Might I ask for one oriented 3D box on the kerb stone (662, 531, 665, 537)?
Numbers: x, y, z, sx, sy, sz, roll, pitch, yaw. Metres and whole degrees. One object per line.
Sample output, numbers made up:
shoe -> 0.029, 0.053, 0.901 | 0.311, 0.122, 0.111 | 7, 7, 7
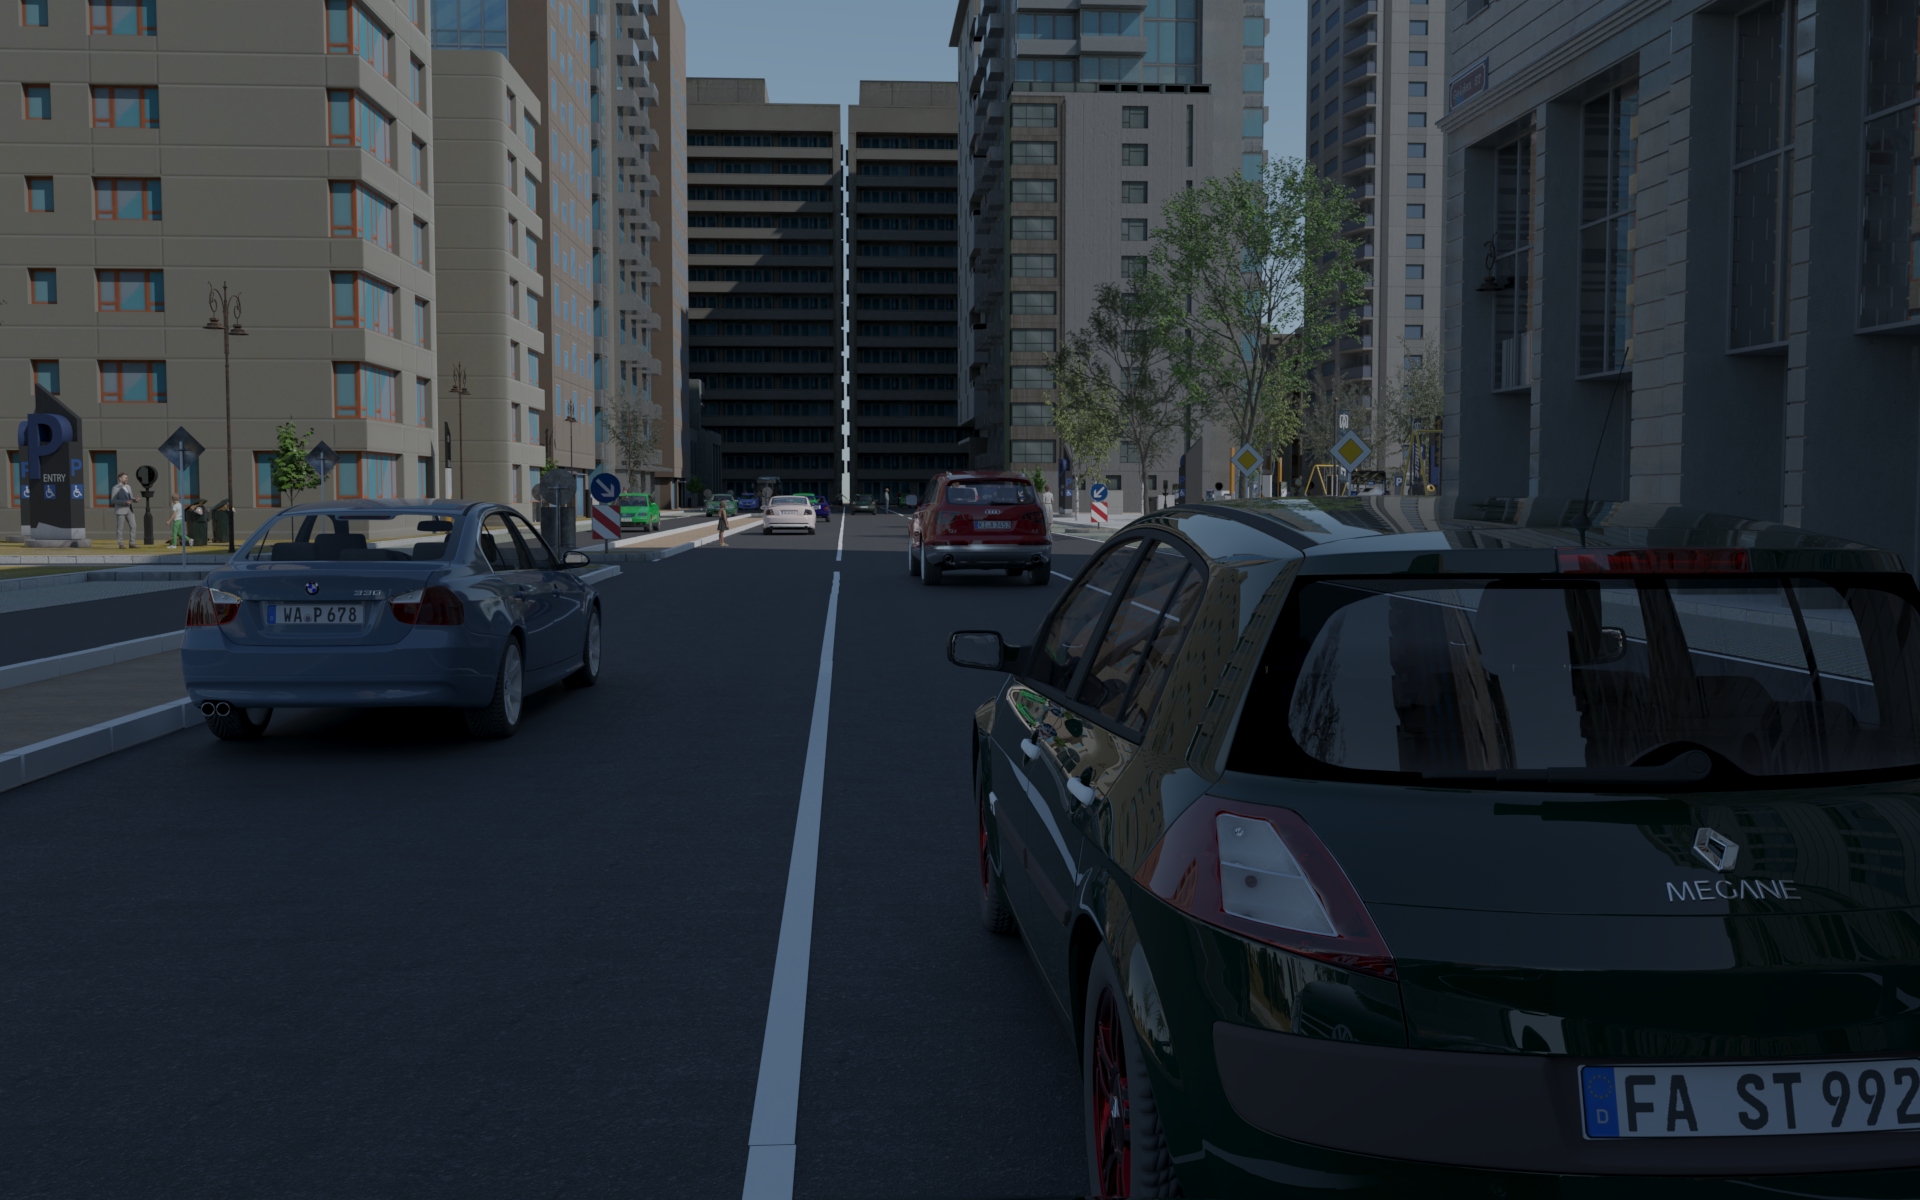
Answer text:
kerb stone -> -9.999, -2.163, 57.557 | 0.120, 0.150, 1.000 | 0, 4, -4

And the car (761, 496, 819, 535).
car -> -6.105, -3.041, 62.087 | 2.083, 1.381, 4.827 | 0, 4, -5

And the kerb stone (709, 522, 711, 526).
kerb stone -> -11.272, -3.353, 77.011 | 0.120, 0.150, 1.000 | 0, 4, -4

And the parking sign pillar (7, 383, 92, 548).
parking sign pillar -> -21.852, -3.265, 41.850 | 1.447, 3.967, 1.447 | 1, 4, 19

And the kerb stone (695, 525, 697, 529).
kerb stone -> -10.814, -2.915, 69.849 | 0.120, 0.150, 1.000 | 0, 4, -4

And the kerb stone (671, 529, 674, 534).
kerb stone -> -10.201, -2.350, 60.625 | 0.120, 0.150, 1.000 | 0, 4, -4

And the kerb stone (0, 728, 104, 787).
kerb stone -> -4.703, 0.805, 9.031 | 0.120, 0.150, 1.000 | 0, 4, -4

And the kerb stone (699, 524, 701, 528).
kerb stone -> -10.951, -3.040, 71.894 | 0.120, 0.150, 1.000 | 0, 4, -4

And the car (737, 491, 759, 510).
car -> -19.057, -8.961, 156.101 | 1.945, 1.707, 3.694 | 0, 4, -3

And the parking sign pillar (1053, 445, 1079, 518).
parking sign pillar -> 5.759, -6.488, 94.554 | 1.447, 3.967, 1.447 | -1, 4, -13

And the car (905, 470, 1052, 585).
car -> 0.262, -1.232, 28.822 | 2.281, 1.827, 5.304 | 0, 4, -5

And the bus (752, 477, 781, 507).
bus -> -20.074, -11.377, 180.868 | 2.948, 3.499, 13.247 | 0, 4, -5

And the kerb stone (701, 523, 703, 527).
kerb stone -> -11.010, -3.100, 72.921 | 0.120, 0.150, 1.000 | 0, 4, -4

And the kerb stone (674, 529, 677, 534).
kerb stone -> -10.272, -2.414, 61.661 | 0.120, 0.150, 1.000 | 0, 4, -4

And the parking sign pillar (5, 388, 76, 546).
parking sign pillar -> -24.514, -3.510, 45.863 | 1.447, 3.967, 1.447 | -1, 4, -14

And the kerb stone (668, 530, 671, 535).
kerb stone -> -10.132, -2.286, 59.597 | 0.120, 0.150, 1.000 | 0, 4, -4

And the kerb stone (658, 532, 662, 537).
kerb stone -> -9.936, -2.100, 56.537 | 0.120, 0.150, 1.000 | 0, 4, -4

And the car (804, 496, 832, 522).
car -> -7.555, -4.695, 89.344 | 1.945, 1.354, 3.894 | 0, 4, -5

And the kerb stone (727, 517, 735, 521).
kerb stone -> -12.363, -4.355, 93.393 | 0.120, 0.150, 1.000 | 0, 4, -4

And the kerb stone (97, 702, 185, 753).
kerb stone -> -4.768, 0.743, 10.051 | 0.120, 0.150, 1.000 | 0, 4, -4

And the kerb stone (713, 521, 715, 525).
kerb stone -> -11.415, -3.478, 79.054 | 0.120, 0.150, 1.000 | 0, 4, -4

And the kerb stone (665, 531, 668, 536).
kerb stone -> -10.066, -2.222, 58.577 | 0.120, 0.150, 1.000 | 0, 4, -4

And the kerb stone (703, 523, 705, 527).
kerb stone -> -11.085, -3.163, 73.942 | 0.120, 0.150, 1.000 | 0, 4, -4

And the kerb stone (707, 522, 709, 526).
kerb stone -> -11.210, -3.290, 75.984 | 0.120, 0.150, 1.000 | 0, 4, -4

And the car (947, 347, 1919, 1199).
car -> 1.002, 0.322, 4.517 | 2.009, 1.686, 4.222 | 0, 4, -4

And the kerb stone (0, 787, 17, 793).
kerb stone -> -4.634, 0.869, 7.998 | 0.120, 0.150, 1.000 | 0, 4, -4

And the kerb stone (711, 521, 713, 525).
kerb stone -> -11.338, -3.413, 78.031 | 0.120, 0.150, 1.000 | 0, 4, -4

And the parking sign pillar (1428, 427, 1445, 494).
parking sign pillar -> 19.498, -4.963, 69.611 | 1.447, 3.967, 1.447 | 1, 4, 11

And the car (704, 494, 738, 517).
car -> -14.987, -5.940, 108.924 | 2.131, 1.459, 4.920 | 0, 4, -5

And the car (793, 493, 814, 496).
car -> -9.343, -5.796, 103.567 | 1.959, 1.807, 4.718 | 0, 4, -4

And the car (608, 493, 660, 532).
car -> -12.568, -3.522, 66.378 | 1.959, 1.807, 4.718 | 0, 4, -3

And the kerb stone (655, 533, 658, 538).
kerb stone -> -9.862, -2.038, 55.510 | 0.120, 0.150, 1.000 | 0, 4, -4

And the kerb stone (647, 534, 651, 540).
kerb stone -> -9.734, -1.911, 53.459 | 0.120, 0.150, 1.000 | 0, 4, -4

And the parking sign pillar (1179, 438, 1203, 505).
parking sign pillar -> 10.805, -5.669, 81.155 | 1.447, 3.967, 1.447 | 3, 5, 45

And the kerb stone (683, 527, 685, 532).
kerb stone -> -10.476, -2.602, 64.731 | 0.120, 0.150, 1.000 | 0, 4, -4

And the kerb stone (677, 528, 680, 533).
kerb stone -> -10.336, -2.472, 62.685 | 0.120, 0.150, 1.000 | 0, 4, -4

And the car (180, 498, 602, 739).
car -> -3.538, 0.035, 11.430 | 2.014, 1.417, 4.499 | 0, 4, -2

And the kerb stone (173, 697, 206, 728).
kerb stone -> -4.829, 0.680, 11.076 | 0.120, 0.150, 1.000 | 0, 4, -4

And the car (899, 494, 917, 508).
car -> -5.306, -10.320, 177.525 | 1.959, 1.807, 4.718 | 0, 4, -2

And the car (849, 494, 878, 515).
car -> -6.641, -6.683, 119.056 | 2.009, 1.686, 4.222 | 0, 4, -4

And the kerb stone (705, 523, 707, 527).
kerb stone -> -11.148, -3.226, 74.963 | 0.120, 0.150, 1.000 | 0, 4, -4

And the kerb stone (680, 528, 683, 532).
kerb stone -> -10.400, -2.535, 63.712 | 0.120, 0.150, 1.000 | 0, 4, -4

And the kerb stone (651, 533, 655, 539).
kerb stone -> -9.803, -1.975, 54.490 | 0.120, 0.150, 1.000 | 0, 4, -4

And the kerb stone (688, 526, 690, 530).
kerb stone -> -10.604, -2.727, 66.774 | 0.120, 0.150, 1.000 | 0, 4, -4

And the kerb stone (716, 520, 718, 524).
kerb stone -> -11.559, -3.603, 81.104 | 0.120, 0.150, 1.000 | 0, 4, -4

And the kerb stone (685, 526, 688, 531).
kerb stone -> -10.535, -2.664, 65.754 | 0.120, 0.150, 1.000 | 0, 4, -4

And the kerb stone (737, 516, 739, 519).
kerb stone -> -12.559, -4.541, 96.469 | 0.120, 0.150, 1.000 | 0, 4, -4

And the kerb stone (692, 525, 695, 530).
kerb stone -> -10.742, -2.852, 68.825 | 0.120, 0.150, 1.000 | 0, 4, -4

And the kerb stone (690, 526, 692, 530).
kerb stone -> -10.678, -2.784, 67.798 | 0.120, 0.150, 1.000 | 0, 4, -4

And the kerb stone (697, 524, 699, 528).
kerb stone -> -10.875, -2.977, 70.870 | 0.120, 0.150, 1.000 | 0, 4, -4
